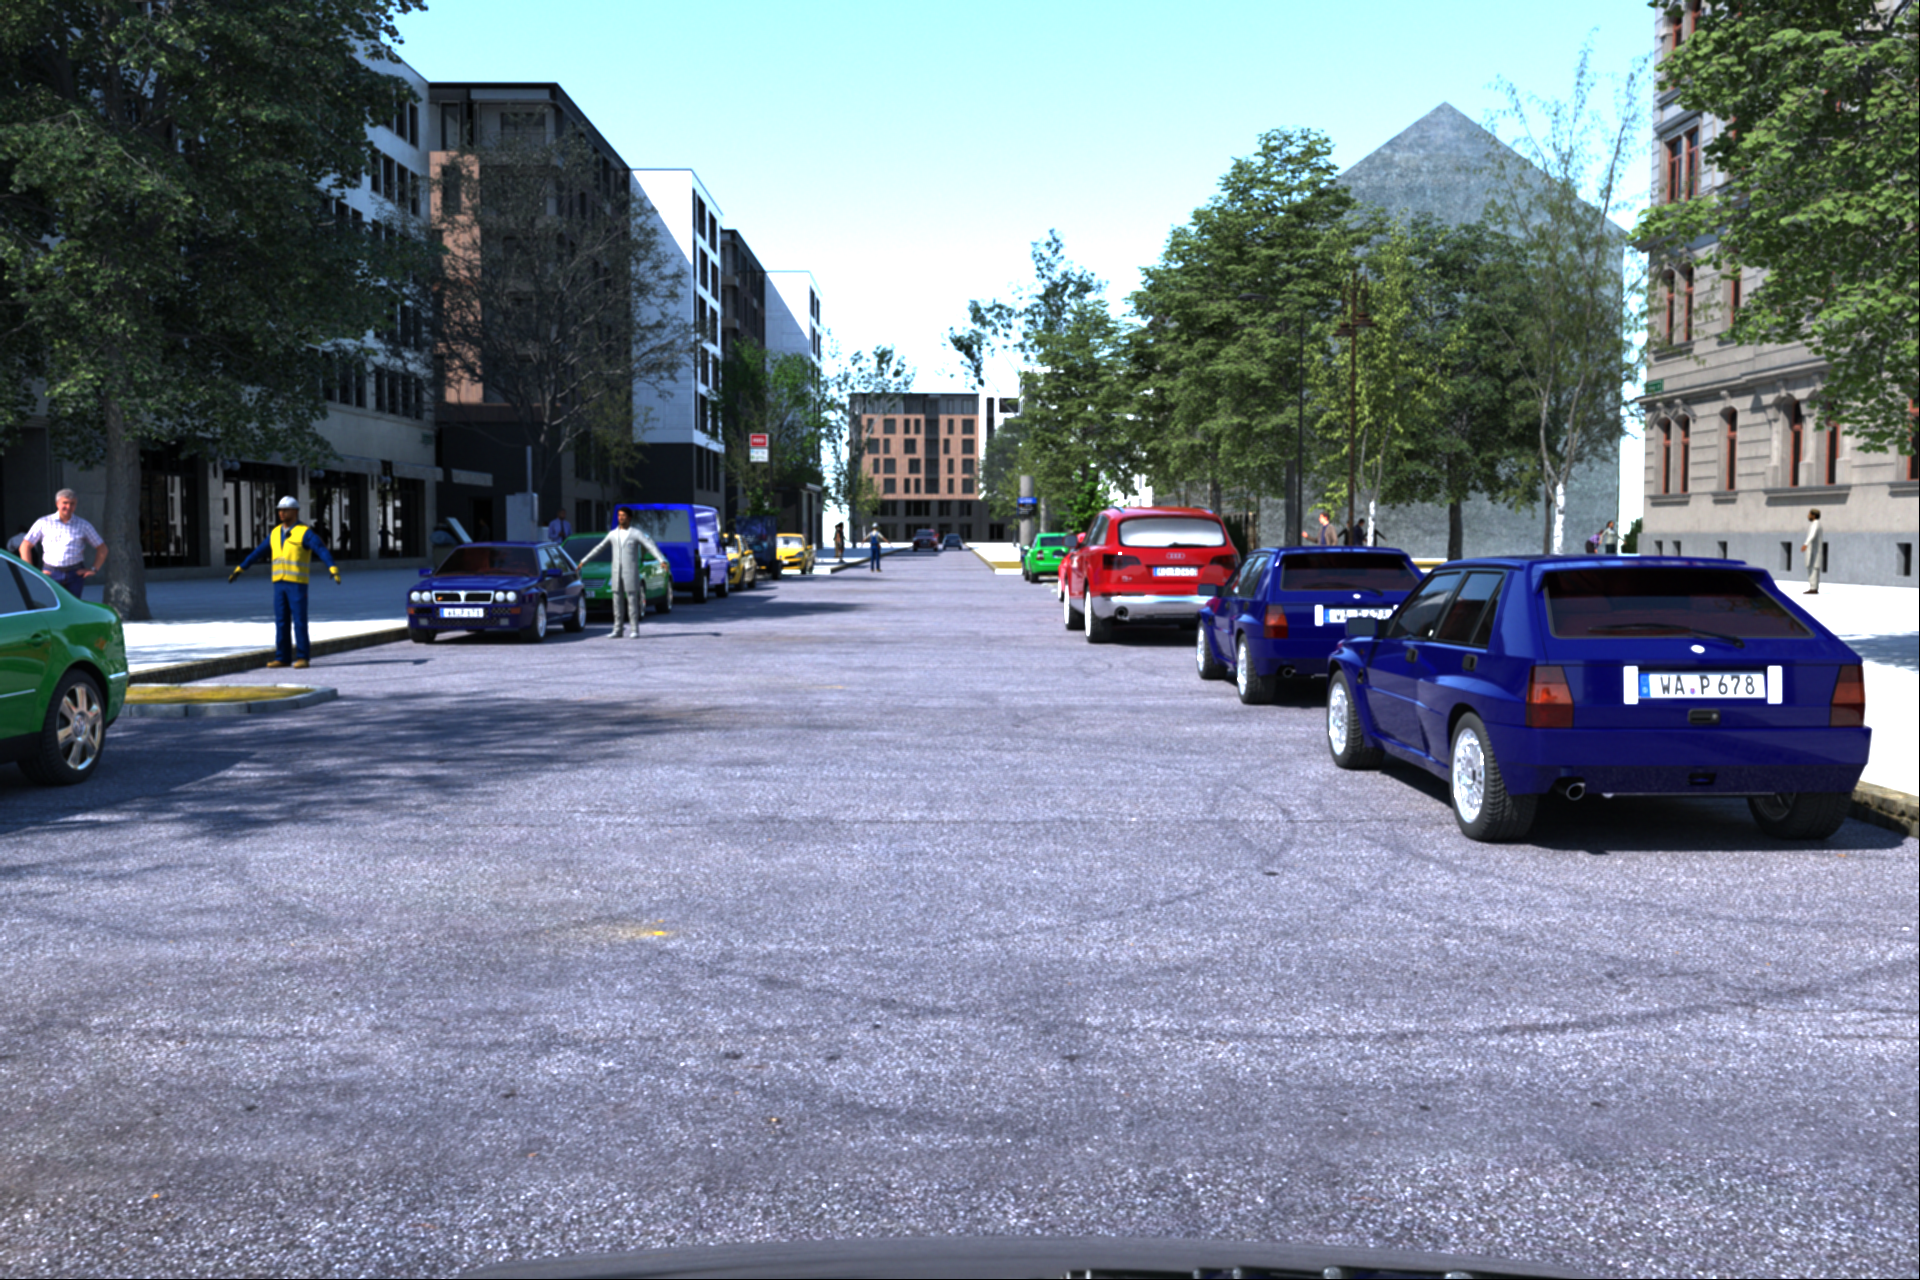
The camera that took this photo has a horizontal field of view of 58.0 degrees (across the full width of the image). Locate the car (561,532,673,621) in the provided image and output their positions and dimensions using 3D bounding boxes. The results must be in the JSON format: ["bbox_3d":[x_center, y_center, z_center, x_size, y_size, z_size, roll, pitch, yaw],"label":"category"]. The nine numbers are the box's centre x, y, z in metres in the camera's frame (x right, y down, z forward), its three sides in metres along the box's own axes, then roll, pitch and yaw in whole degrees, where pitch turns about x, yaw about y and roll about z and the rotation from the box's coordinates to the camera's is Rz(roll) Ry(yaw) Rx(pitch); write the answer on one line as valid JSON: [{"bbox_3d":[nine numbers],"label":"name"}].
[{"bbox_3d":[-6.115,-1.293,29.935,1.959,1.807,4.718,0,4,0],"label":"car"}]

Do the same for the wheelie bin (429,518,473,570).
[{"bbox_3d":[-9.758,-1.548,33.214,0.693,1.594,0.980,0,4,-1],"label":"wheelie bin"}]

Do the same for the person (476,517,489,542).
[{"bbox_3d":[-15.185,-3.003,55.170,0.705,1.821,1.348,0,4,-4],"label":"person"}]

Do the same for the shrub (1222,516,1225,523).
[{"bbox_3d":[10.449,-3.952,69.036,1.690,2.028,1.600,0,3,0],"label":"shrub"}]

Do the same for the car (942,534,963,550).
[{"bbox_3d":[-0.705,-9.040,159.805,2.014,1.417,4.499,0,4,-1],"label":"car"}]

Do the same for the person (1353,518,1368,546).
[{"bbox_3d":[12.472,-2.905,53.995,0.568,1.767,0.683,-1,4,-22],"label":"person"}]

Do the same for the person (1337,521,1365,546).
[{"bbox_3d":[15.992,-3.992,71.201,1.347,1.837,0.705,1,4,18],"label":"person"}]

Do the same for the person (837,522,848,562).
[{"bbox_3d":[-5.357,-4.428,78.542,0.704,1.843,1.345,1,4,11],"label":"person"}]

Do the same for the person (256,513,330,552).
[{"bbox_3d":[-11.769,-1.492,30.562,1.345,1.807,0.704,-3,4,-38],"label":"person"}]

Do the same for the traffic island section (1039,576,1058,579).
[{"bbox_3d":[3.166,-2.015,55.807,1.991,0.108,1.994,0,4,-1],"label":"traffic island section"}]

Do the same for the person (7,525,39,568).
[{"bbox_3d":[-15.585,-1.203,28.907,0.799,1.438,0.628,2,4,29],"label":"person"}]

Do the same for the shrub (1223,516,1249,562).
[{"bbox_3d":[10.290,-3.781,66.241,1.690,2.028,1.600,0,3,0],"label":"shrub"}]

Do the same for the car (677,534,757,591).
[{"bbox_3d":[-6.262,-2.098,44.527,2.015,1.641,3.980,0,3,0],"label":"car"}]

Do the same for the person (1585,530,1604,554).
[{"bbox_3d":[22.722,-3.220,61.930,0.421,1.427,0.697,-3,5,-44],"label":"person"}]

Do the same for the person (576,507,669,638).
[{"bbox_3d":[-4.624,-0.931,23.859,1.347,1.806,0.705,1,4,12],"label":"person"}]

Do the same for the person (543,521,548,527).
[{"bbox_3d":[-17.200,-4.011,71.805,0.704,1.802,1.346,0,4,-5],"label":"person"}]

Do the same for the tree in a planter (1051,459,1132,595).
[{"bbox_3d":[3.186,-2.701,41.389,1.991,3.239,1.994,0,4,1],"label":"tree in a planter"}]

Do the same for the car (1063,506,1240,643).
[{"bbox_3d":[2.632,-0.953,24.252,2.281,1.827,5.304,0,4,-2],"label":"car"}]

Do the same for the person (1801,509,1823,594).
[{"bbox_3d":[18.160,-1.885,36.906,0.704,1.819,1.344,2,4,35],"label":"person"}]

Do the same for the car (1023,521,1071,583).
[{"bbox_3d":[2.886,-2.626,51.739,1.959,1.807,4.718,0,4,-1],"label":"car"}]

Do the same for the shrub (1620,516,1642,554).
[{"bbox_3d":[26.841,-3.906,68.285,1.690,2.028,1.600,0,3,0],"label":"shrub"}]

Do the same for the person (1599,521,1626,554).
[{"bbox_3d":[22.489,-3.235,59.727,1.217,1.735,0.721,-2,4,-25],"label":"person"}]

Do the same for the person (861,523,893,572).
[{"bbox_3d":[-3.203,-3.518,65.827,1.347,1.847,0.705,2,4,23],"label":"person"}]

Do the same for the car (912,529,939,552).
[{"bbox_3d":[-2.860,-8.272,143.924,2.281,1.827,5.304,0,3,0],"label":"car"}]

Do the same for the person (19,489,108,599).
[{"bbox_3d":[-8.611,-0.591,16.647,0.756,1.711,0.436,-1,4,-23],"label":"person"}]

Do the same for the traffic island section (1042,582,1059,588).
[{"bbox_3d":[3.252,-1.492,47.254,1.991,0.108,1.994,0,4,0],"label":"traffic island section"}]

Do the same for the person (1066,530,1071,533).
[{"bbox_3d":[6.538,-5.856,101.867,1.348,1.813,0.705,0,4,3],"label":"person"}]

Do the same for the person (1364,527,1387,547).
[{"bbox_3d":[20.503,-4.876,85.916,1.347,1.806,0.705,2,4,35],"label":"person"}]

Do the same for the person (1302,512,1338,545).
[{"bbox_3d":[7.789,-1.898,37.611,0.750,1.759,0.617,0,4,-3],"label":"person"}]

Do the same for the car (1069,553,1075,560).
[{"bbox_3d":[2.965,-1.241,29.326,2.155,1.783,4.494,0,4,-1],"label":"car"}]

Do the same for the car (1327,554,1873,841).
[{"bbox_3d":[3.193,0.192,9.440,1.945,1.354,3.894,0,4,-2],"label":"car"}]

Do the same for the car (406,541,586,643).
[{"bbox_3d":[-6.377,-0.702,24.059,1.945,1.354,3.894,0,4,0],"label":"car"}]

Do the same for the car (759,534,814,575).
[{"bbox_3d":[-6.239,-3.180,62.217,2.015,1.641,3.980,0,4,0],"label":"car"}]

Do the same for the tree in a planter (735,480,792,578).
[{"bbox_3d":[-6.584,-3.651,56.913,1.991,3.239,1.994,0,4,1],"label":"tree in a planter"}]

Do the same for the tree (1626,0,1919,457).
[{"bbox_3d":[9.242,-5.904,14.658,7.486,12.596,7.792,0,3,0],"label":"tree"}]

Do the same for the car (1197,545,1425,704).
[{"bbox_3d":[3.224,-0.204,15.908,1.945,1.354,3.894,0,3,0],"label":"car"}]

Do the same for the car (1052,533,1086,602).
[{"bbox_3d":[2.991,-1.606,35.302,2.155,1.783,4.494,0,4,0],"label":"car"}]

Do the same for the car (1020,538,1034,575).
[{"bbox_3d":[3.037,-2.846,59.118,1.945,1.354,3.894,0,4,-1],"label":"car"}]

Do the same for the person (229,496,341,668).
[{"bbox_3d":[-7.187,-0.619,18.547,1.349,1.833,0.705,1,4,15],"label":"person"}]

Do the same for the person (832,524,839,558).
[{"bbox_3d":[-6.566,-5.232,91.817,0.705,1.796,1.348,-1,4,-12],"label":"person"}]

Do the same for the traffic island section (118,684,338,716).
[{"bbox_3d":[-6.410,0.506,14.593,1.991,0.108,1.994,0,4,0],"label":"traffic island section"}]

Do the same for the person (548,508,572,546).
[{"bbox_3d":[-8.498,-1.910,37.143,0.709,1.838,0.599,-3,5,-41],"label":"person"}]

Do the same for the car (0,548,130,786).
[{"bbox_3d":[-5.924,0.015,8.551,1.959,1.807,4.718,0,4,0],"label":"car"}]
